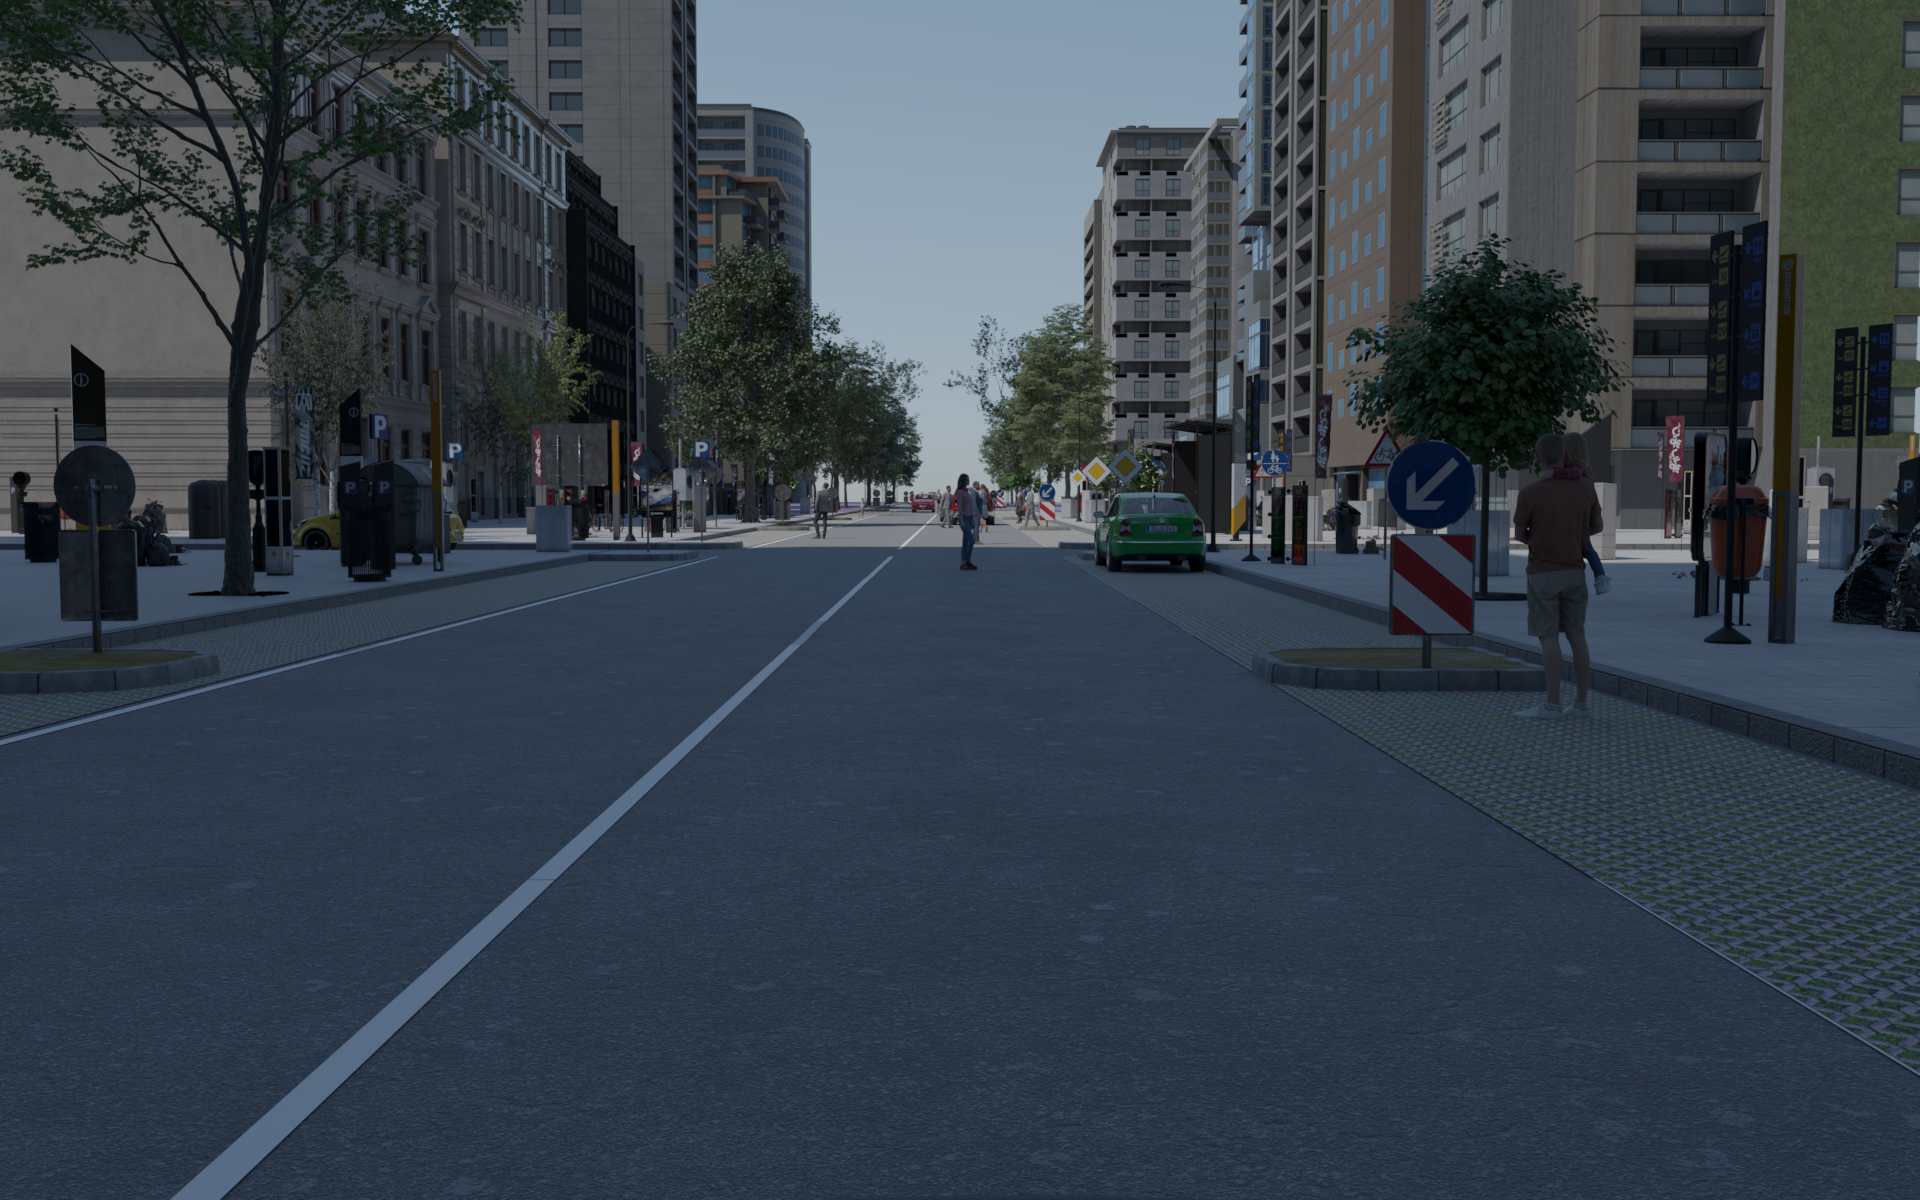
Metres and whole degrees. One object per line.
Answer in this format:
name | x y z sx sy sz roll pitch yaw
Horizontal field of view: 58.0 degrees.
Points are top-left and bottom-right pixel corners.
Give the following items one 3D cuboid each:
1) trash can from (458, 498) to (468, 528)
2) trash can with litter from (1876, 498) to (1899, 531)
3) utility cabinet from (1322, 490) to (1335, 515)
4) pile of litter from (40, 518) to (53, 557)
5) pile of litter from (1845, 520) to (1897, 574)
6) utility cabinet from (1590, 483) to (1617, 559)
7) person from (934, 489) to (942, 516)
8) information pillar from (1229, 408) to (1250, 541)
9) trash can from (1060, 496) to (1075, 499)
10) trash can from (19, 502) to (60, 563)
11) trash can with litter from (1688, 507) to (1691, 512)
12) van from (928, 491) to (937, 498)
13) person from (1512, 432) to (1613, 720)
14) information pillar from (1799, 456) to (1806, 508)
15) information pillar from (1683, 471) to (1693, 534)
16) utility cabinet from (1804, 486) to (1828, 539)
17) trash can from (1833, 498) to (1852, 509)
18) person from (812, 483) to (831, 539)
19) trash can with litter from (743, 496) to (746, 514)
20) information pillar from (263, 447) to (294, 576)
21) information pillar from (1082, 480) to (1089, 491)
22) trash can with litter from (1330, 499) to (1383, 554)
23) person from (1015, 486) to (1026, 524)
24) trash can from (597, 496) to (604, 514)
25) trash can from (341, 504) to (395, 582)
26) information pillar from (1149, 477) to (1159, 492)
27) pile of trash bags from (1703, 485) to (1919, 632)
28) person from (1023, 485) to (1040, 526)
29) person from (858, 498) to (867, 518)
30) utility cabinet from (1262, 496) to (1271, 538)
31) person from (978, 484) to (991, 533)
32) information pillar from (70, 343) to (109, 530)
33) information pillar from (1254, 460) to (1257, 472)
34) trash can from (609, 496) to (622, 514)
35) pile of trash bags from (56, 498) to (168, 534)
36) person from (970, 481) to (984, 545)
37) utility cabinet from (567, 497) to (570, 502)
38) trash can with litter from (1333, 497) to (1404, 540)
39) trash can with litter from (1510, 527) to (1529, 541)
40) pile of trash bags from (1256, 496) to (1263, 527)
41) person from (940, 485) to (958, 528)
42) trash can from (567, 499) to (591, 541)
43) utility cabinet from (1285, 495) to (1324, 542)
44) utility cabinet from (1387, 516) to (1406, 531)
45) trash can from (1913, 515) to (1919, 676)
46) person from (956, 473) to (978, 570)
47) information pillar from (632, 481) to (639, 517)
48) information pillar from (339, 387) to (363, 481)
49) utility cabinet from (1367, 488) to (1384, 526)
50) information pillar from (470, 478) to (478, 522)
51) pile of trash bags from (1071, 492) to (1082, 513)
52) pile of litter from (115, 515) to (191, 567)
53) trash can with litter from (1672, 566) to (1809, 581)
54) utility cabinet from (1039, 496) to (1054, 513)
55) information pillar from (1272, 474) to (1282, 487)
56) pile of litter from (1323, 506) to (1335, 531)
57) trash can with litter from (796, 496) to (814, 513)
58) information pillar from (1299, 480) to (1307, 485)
trash can | -18.177 -3.125 62.748 0.748 1.137 0.748 0 3 0
trash can with litter | 26.418 -2.292 48.856 1.055 1.170 0.624 -1 4 -22
utility cabinet | 17.902 -4.621 84.235 0.318 1.500 1.173 0 4 -6
pile of litter | -18.242 -1.294 35.120 1.176 0.858 1.719 -1 4 -23
pile of litter | 15.128 -0.859 28.015 1.719 0.858 1.176 0 4 3
utility cabinet | 12.514 -1.561 34.201 0.318 1.500 1.173 -1 4 -10
person | -1.387 -6.298 112.018 0.519 1.759 0.362 0 4 -7
information pillar | 7.582 -3.411 47.130 0.504 3.616 0.183 -3 4 -38
trash can | 6.891 -6.173 112.585 0.748 1.137 0.748 0 3 0
trash can | -17.244 -1.278 32.541 0.748 1.137 0.748 0 3 0
trash can with litter | 20.750 -2.232 47.879 1.055 1.170 0.624 0 4 4
van | -4.391 -16.331 274.027 2.013 2.044 4.112 0 4 2
person | 3.840 -0.156 11.031 0.573 1.828 0.580 2 4 31
information pillar | 16.068 -1.769 33.416 0.304 2.012 0.304 0 4 -6
information pillar | 23.324 -3.106 55.276 0.304 2.012 0.304 -2 4 -27
utility cabinet | 23.658 -2.438 48.544 1.173 1.500 0.318 2 4 23
trash can | 30.231 -2.927 59.516 0.748 1.137 0.748 0 3 0
person | -4.451 -2.874 55.671 0.592 1.802 0.473 -1 4 -21
trash can with litter | -12.511 -5.400 99.684 0.624 1.170 1.055 -2 4 -31
information pillar | -10.719 -1.391 27.241 0.304 2.012 0.304 1 4 15
information pillar | 6.544 -5.252 90.357 0.304 2.012 0.304 2 4 25
trash can with litter | 8.530 -1.580 37.226 1.055 1.170 0.624 0 4 -7
person | 2.922 -4.604 83.743 0.622 1.834 0.822 2 4 35
trash can | -21.854 -5.776 106.095 0.748 1.137 0.748 0 3 0
trash can | -8.679 -0.843 25.438 0.748 1.137 0.748 0 3 0
information pillar | 6.602 -3.354 59.332 0.304 2.012 0.304 -3 5 -44
pile of trash bags | 9.047 -0.430 16.778 3.447 1.369 1.912 1 4 13
person | 2.944 -3.864 71.953 0.850 1.792 0.678 -1 4 -9
person | -5.800 -5.497 103.397 0.505 1.210 0.382 -2 4 -26
utility cabinet | 9.340 -2.411 50.576 1.020 1.237 0.306 3 5 43
person | 0.902 -3.408 64.308 0.616 1.811 0.778 -2 4 -28
information pillar | -13.633 -2.188 27.124 0.504 3.616 0.183 -2 4 -30
information pillar | 13.064 -5.275 77.593 0.504 3.616 0.183 2 4 25
trash can | -20.568 -5.615 103.460 0.748 1.137 0.748 0 3 0
pile of trash bags | -27.511 -2.847 56.299 3.447 1.369 1.912 -1 4 -12
person | 0.463 -2.494 49.453 0.419 1.800 0.721 0 4 -5
utility cabinet | -11.698 -2.457 51.338 0.306 1.237 1.020 -1 4 -14
trash can with litter | 11.766 -2.334 49.215 2.233 1.210 1.678 1 4 19
trash can with litter | 15.691 -2.198 46.989 1.678 1.210 2.233 -3 5 -42
pile of trash bags | 11.985 -3.602 68.643 3.447 1.369 1.912 1 4 22
person | -0.518 -3.896 72.472 0.850 1.792 0.678 3 5 40
trash can | -10.530 -2.199 47.611 0.748 1.137 0.748 0 3 0
utility cabinet | 9.355 -2.198 47.094 1.020 1.237 0.306 3 5 40
utility cabinet | 15.386 -3.060 61.190 0.306 1.237 1.020 3 5 44
trash can | 6.709 0.012 11.450 0.748 1.137 0.748 0 3 0
person | 0.113 -1.472 32.571 0.388 1.821 0.555 1 4 11
information pillar | -18.144 -5.648 96.838 0.304 2.012 0.304 0 4 -2
information pillar | -13.304 -2.848 37.927 0.504 3.616 0.183 0 4 2
utility cabinet | 16.457 -3.657 68.479 0.318 1.500 1.173 3 4 38
information pillar | -22.262 -4.580 79.372 0.304 2.012 0.304 -1 4 -9
pile of trash bags | 8.111 -6.600 117.661 1.912 1.369 3.447 0 4 -6
pile of litter | -14.764 -1.035 30.894 1.719 0.858 1.176 -1 4 -9
trash can with litter | 11.709 -0.941 26.438 1.678 1.210 2.233 0 4 -4
utility cabinet | 5.800 -6.415 116.042 1.020 1.237 0.306 -1 4 -18
information pillar | 15.516 -5.705 84.625 0.504 3.616 0.183 -1 4 -10
pile of litter | 12.810 -2.859 60.709 1.719 0.858 1.176 -3 4 -36
trash can with litter | -10.378 -6.564 118.376 1.678 1.210 2.233 0 4 -4
information pillar | 17.884 -5.259 90.475 0.304 2.012 0.304 -1 4 -22
